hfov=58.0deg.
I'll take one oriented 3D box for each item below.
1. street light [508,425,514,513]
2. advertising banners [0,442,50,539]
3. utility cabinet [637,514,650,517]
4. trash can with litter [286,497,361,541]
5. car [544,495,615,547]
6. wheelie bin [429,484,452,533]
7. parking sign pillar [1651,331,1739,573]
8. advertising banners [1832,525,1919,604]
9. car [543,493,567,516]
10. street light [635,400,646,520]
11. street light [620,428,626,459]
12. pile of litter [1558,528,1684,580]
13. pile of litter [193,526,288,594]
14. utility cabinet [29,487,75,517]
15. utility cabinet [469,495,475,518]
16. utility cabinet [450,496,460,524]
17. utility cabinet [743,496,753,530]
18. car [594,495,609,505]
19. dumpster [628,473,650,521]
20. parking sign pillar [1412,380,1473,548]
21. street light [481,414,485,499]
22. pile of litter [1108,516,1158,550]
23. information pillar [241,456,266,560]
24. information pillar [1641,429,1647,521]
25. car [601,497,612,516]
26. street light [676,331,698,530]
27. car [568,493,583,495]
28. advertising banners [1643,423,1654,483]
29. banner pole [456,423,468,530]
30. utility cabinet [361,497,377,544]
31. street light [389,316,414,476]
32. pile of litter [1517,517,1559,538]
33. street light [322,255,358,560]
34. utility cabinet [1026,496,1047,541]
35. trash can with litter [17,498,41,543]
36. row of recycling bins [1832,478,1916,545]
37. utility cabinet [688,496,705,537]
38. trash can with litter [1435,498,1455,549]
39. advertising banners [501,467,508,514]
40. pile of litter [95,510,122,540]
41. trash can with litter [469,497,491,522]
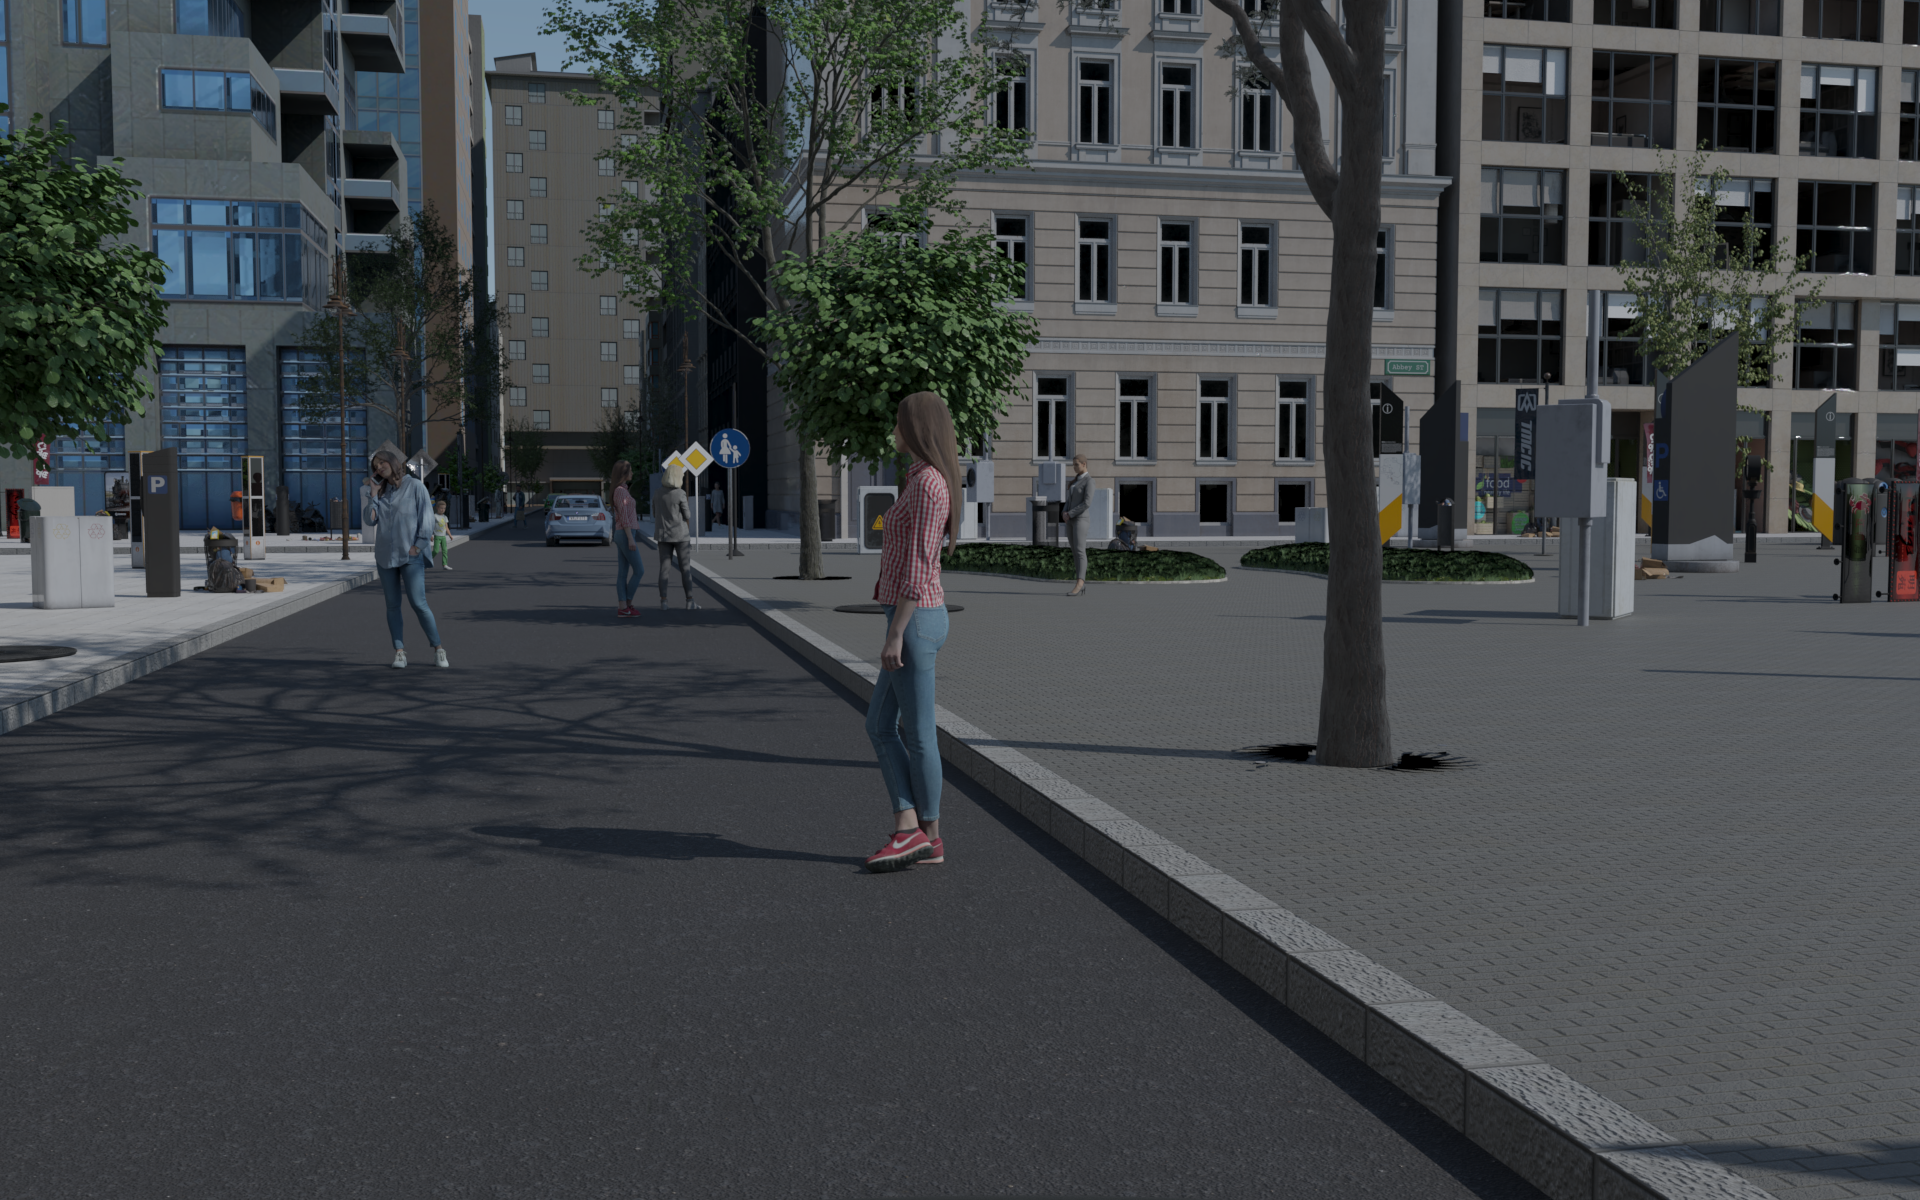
[{"bbox_3d":[-29.702,-8.666,114.481,0.468,5.910,1.993,-1,4,-12],"label":"street light"},{"bbox_3d":[-27.023,-3.257,49.445,2.074,3.025,0.090,-2,4,-24],"label":"advertising banners"},{"bbox_3d":[-17.734,-5.438,97.597,1.173,1.500,0.318,-2,4,-33],"label":"utility cabinet"},{"bbox_3d":[-17.420,-2.243,47.737,2.233,1.210,1.678,0,4,8],"label":"trash can with litter"},{"bbox_3d":[-10.682,-2.241,48.642,2.014,1.417,4.499,-1,4,-10],"label":"car"},{"bbox_3d":[-16.936,-2.966,56.396,0.693,1.594,0.980,0,4,-3],"label":"wheelie bin"},{"bbox_3d":[12.181,-2.461,28.718,1.447,3.967,1.447,-1,4,-17],"label":"parking sign pillar"},{"bbox_3d":[11.208,-1.488,20.521,2.074,3.025,0.090,-1,4,-20],"label":"advertising banners"},{"bbox_3d":[-26.976,-6.567,116.167,1.959,1.807,4.718,-1,4,-14],"label":"car"},{"bbox_3d":[-15.503,-6.806,84.065,0.468,5.910,1.993,-1,4,-12],"label":"street light"},{"bbox_3d":[-23.061,-8.929,118.784,0.468,5.910,1.993,-1,4,-12],"label":"street light"},{"bbox_3d":[10.199,-0.754,26.299,1.719,0.858,1.176,0,4,-2],"label":"pile of litter"},{"bbox_3d":[-9.569,-0.554,23.021,1.176,0.858,1.719,-1,4,-22],"label":"pile of litter"},{"bbox_3d":[-27.285,-2.653,52.048,1.173,1.500,0.318,-3,5,-44],"label":"utility cabinet"},{"bbox_3d":[-26.885,-5.106,94.637,0.306,1.237,1.020,-3,5,-44],"label":"utility cabinet"},{"bbox_3d":[-21.568,-3.809,73.436,0.306,1.237,1.020,2,4,33],"label":"utility cabinet"},{"bbox_3d":[-7.560,-3.095,61.759,0.306,1.237,1.020,-1,4,-11],"label":"utility cabinet"},{"bbox_3d":[-17.916,-4.363,83.332,2.014,1.417,4.499,-1,4,-12],"label":"car"},{"bbox_3d":[-14.934,-4.865,82.031,1.502,2.255,1.985,-1,4,-12],"label":"dumpster"},{"bbox_3d":[11.622,-3.252,41.646,1.447,3.967,1.447,-2,4,-25],"label":"parking sign pillar"},{"bbox_3d":[-21.976,-6.539,79.708,0.468,5.910,1.993,-1,4,-12],"label":"street light"},{"bbox_3d":[3.398,-1.153,32.820,1.176,0.858,1.719,3,5,39],"label":"pile of litter"},{"bbox_3d":[-13.710,-1.780,33.601,0.304,2.012,0.304,3,5,41],"label":"information pillar"},{"bbox_3d":[20.786,-3.717,52.133,0.183,3.616,0.504,-2,4,-34],"label":"information pillar"},{"bbox_3d":[-12.632,-2.800,58.137,2.083,1.381,4.827,-1,4,-12],"label":"car"},{"bbox_3d":[-7.777,-4.674,49.208,0.468,5.910,1.993,-1,4,-12],"label":"street light"},{"bbox_3d":[-34.620,-8.984,155.924,2.155,1.783,4.494,-1,4,-13],"label":"car"},{"bbox_3d":[17.749,-2.834,42.523,2.074,3.025,0.090,0,4,-3],"label":"advertising banners"},{"bbox_3d":[-17.630,-4.345,61.054,0.401,3.779,0.863,0,4,-5],"label":"banner pole"},{"bbox_3d":[-15.127,-2.048,44.650,0.306,1.237,1.020,-3,4,-36],"label":"utility cabinet"},{"bbox_3d":[-14.460,-4.415,44.979,0.468,5.910,1.993,-1,4,-12],"label":"street light"},{"bbox_3d":[17.389,-2.284,51.316,1.719,0.858,1.176,1,4,16],"label":"pile of litter"},{"bbox_3d":[-11.985,-3.720,33.605,0.468,5.910,1.993,-1,4,-12],"label":"street light"},{"bbox_3d":[2.082,-2.222,47.489,0.306,1.237,1.020,1,4,19],"label":"utility cabinet"},{"bbox_3d":[-24.231,-2.078,45.356,1.055,1.170,0.624,3,5,41],"label":"trash can with litter"},{"bbox_3d":[23.512,-2.269,44.215,3.534,1.692,1.069,-2,4,-31],"label":"row of recycling bins"},{"bbox_3d":[-8.010,-2.534,52.597,0.306,1.237,1.020,0,4,6],"label":"utility cabinet"},{"bbox_3d":[8.881,-1.279,31.973,1.678,1.210,2.233,-1,4,-12],"label":"trash can with litter"},{"bbox_3d":[-29.615,-7.114,112.503,0.090,3.025,2.074,-1,4,-23],"label":"advertising banners"},{"bbox_3d":[-23.859,-2.062,47.685,1.176,0.858,1.719,2,4,33],"label":"pile of litter"},{"bbox_3d":[-21.809,-4.100,78.429,1.055,1.170,0.624,-2,4,-25],"label":"trash can with litter"}]
